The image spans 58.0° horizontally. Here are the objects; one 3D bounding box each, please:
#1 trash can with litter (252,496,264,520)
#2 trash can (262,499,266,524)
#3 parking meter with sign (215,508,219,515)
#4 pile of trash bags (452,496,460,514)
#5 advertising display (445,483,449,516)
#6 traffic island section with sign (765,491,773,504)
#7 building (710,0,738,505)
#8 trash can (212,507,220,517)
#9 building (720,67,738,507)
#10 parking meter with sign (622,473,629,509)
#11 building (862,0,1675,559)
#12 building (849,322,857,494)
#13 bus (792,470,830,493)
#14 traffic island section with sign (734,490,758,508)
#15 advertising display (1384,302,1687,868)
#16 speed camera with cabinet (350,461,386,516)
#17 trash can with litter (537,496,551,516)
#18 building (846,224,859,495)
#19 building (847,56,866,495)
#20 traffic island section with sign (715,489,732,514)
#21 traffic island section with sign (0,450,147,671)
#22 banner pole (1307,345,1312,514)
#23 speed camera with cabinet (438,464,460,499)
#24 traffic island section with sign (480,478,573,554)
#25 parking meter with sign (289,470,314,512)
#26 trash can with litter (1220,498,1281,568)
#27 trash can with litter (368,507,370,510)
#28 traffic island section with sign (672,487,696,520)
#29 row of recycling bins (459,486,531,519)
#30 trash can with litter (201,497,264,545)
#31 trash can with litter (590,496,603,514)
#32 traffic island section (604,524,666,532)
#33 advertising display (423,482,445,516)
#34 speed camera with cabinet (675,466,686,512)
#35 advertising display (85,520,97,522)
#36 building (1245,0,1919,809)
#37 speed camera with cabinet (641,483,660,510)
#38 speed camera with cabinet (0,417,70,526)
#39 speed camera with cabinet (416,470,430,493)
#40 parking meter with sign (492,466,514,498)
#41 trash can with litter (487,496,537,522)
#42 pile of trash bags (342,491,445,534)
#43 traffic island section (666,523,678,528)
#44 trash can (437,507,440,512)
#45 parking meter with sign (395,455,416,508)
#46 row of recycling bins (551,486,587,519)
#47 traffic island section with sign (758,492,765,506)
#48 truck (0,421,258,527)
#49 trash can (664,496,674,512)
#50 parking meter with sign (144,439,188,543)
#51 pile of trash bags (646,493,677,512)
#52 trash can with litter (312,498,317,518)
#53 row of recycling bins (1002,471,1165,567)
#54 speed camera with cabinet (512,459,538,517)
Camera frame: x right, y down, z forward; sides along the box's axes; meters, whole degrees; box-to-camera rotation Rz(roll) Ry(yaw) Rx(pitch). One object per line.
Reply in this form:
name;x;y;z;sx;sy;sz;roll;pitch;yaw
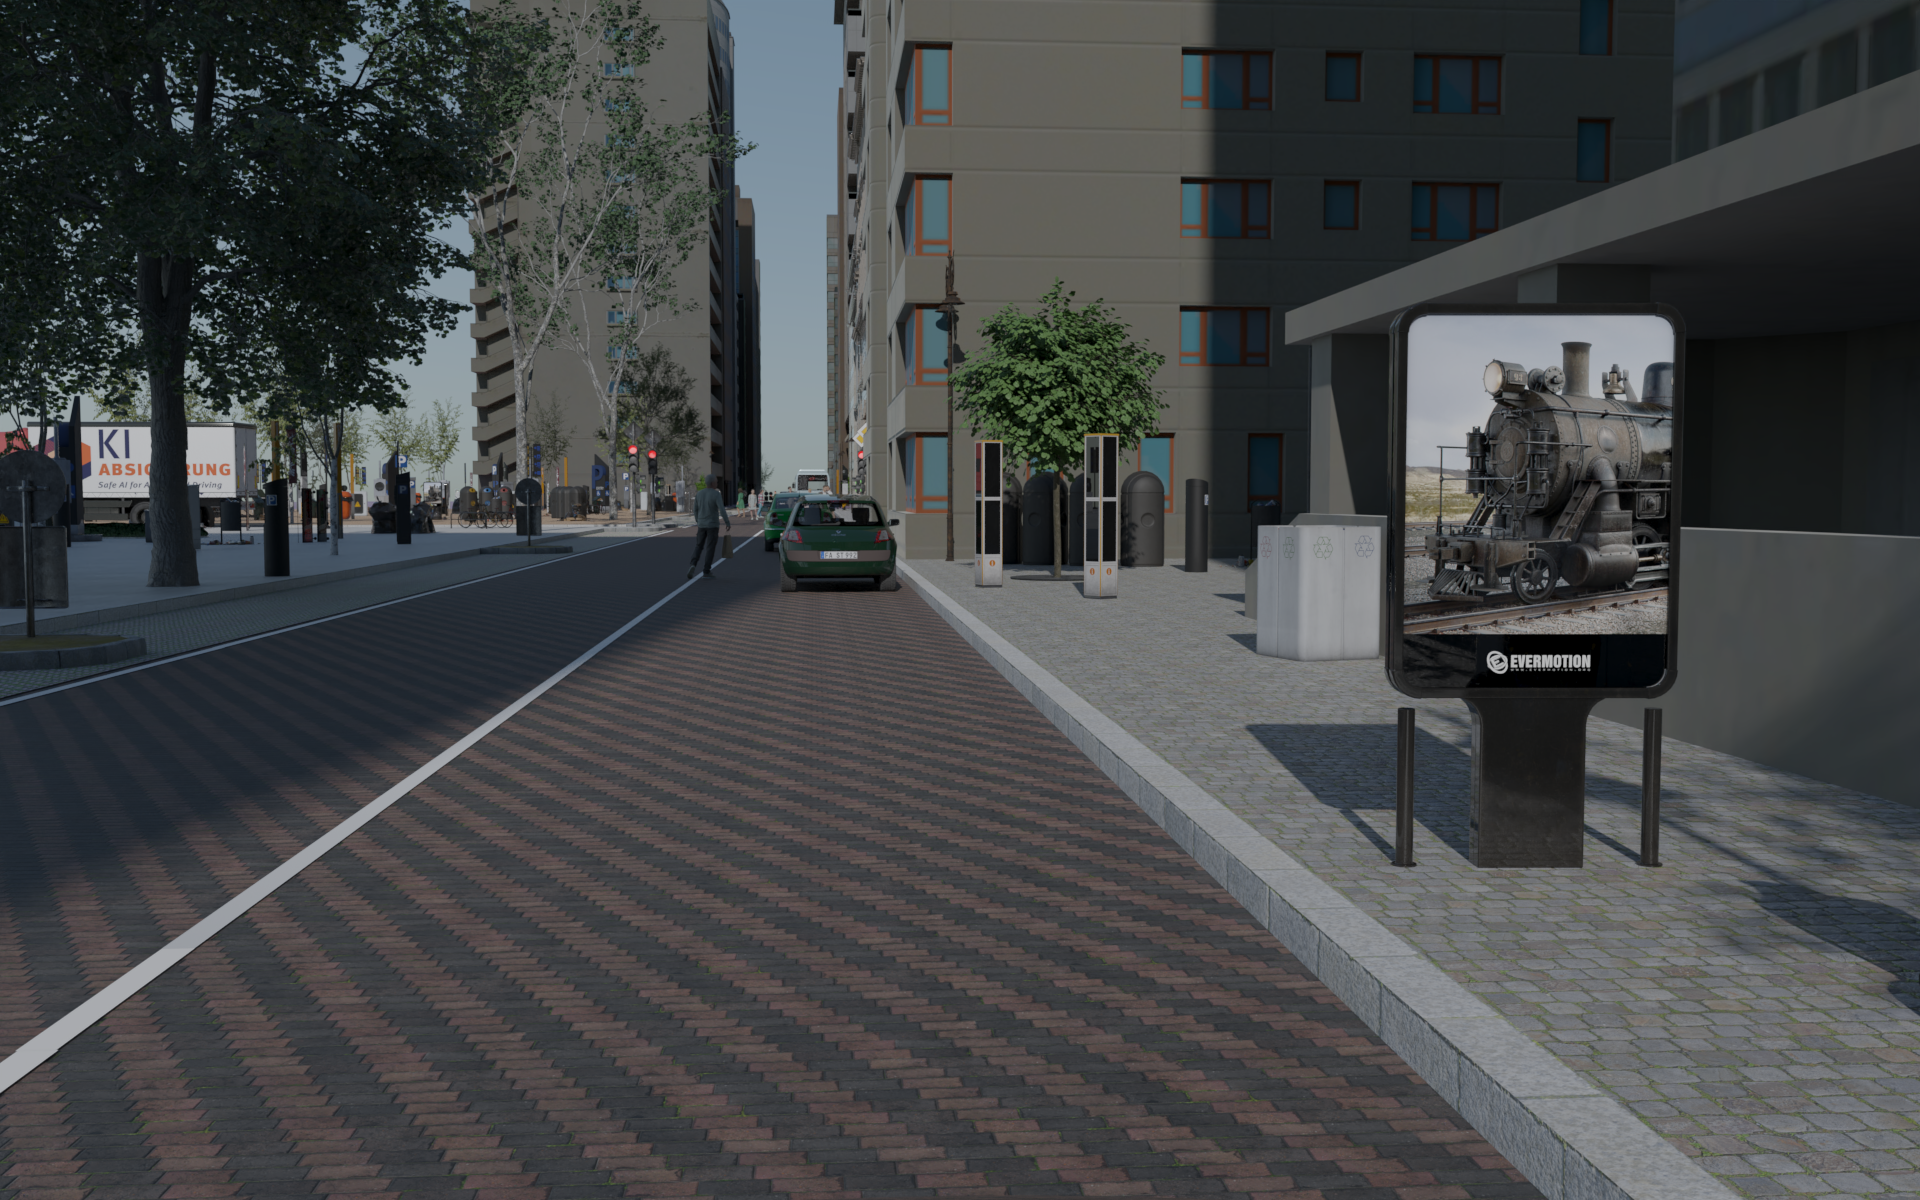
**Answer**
trash can with litter;-34.068;-4.470;84.475;1.055;1.170;0.624;3;5;44
trash can;-21.199;-2.564;53.575;0.748;1.137;0.748;0;3;0
parking meter with sign;-42.431;-6.262;98.649;0.543;3.016;1.738;-1;4;-21
pile of trash bags;-33.339;-6.183;110.850;3.447;1.369;1.912;0;4;-3
advertising display;-30.283;-5.930;102.172;0.123;1.923;0.974;-1;4;-8
traffic island section with sign;-28.535;-15.122;255.878;1.989;1.847;2.006;0;4;-5
building;-36.921;-40.167;198.729;21.231;58.520;28.212;0;4;-5
trash can;-41.284;-5.184;96.406;0.748;1.137;0.748;0;3;0
building;-30.931;-32.311;178.394;14.600;45.320;14.200;0;4;-5
parking meter with sign;-27.491;-8.952;142.625;0.543;3.016;1.738;-1;4;-12
building;11.495;-12.464;48.831;27.650;21.520;28.899;0;4;-5
building;-3.738;-17.589;142.324;10.420;20.320;16.860;0;4;-5
bus;-11.760;-8.686;136.871;2.948;3.499;13.247;0;4;-6
traffic island section with sign;-21.566;-10.078;173.400;1.989;1.847;2.006;0;4;-5
advertising display;1.956;-0.044;5.931;0.974;1.923;0.123;0;4;0
speed camera with cabinet;-34.833;-6.576;101.849;2.038;3.252;0.660;-1;4;-15
trash can with litter;-24.724;-5.565;102.051;1.678;1.210;2.233;2;4;25
building;-1.140;-17.138;122.003;13.314;21.916;24.055;0;4;-5
building;0.175;-18.352;97.326;12.463;27.353;25.104;0;4;-5
traffic island section with sign;-17.414;-7.070;124.223;1.989;1.847;2.006;0;4;-5
traffic island section with sign;-8.170;-0.377;14.786;1.989;1.847;2.006;0;4;-5
banner pole;5.503;-2.248;26.768;0.401;3.779;0.863;-1;4;-12
speed camera with cabinet;-33.423;-7.358;114.632;2.038;3.252;0.660;0;4;-7
traffic island section with sign;-10.463;-2.039;41.969;1.989;1.847;2.006;0;4;-5
parking meter with sign;-48.267;-7.987;126.855;1.738;3.016;0.543;-2;4;-28
trash can with litter;5.774;-1.192;30.548;2.233;1.210;1.678;1;4;16
trash can with litter;-47.341;-7.739;137.921;1.055;1.170;0.624;1;4;23
traffic island section with sign;-15.137;-5.427;97.364;1.989;1.847;2.006;0;4;-5
row of recycling bins;-23.877;-5.007;88.970;3.534;1.692;1.069;-1;4;-20
trash can with litter;-18.875;-2.018;44.044;2.233;1.210;1.678;0;4;3
trash can with litter;-23.854;-6.209;112.897;0.624;1.170;1.055;3;5;40
traffic island section;-12.533;-2.710;66.583;2.009;0.180;2.903;0;4;-5
advertising display;-27.726;-5.254;91.118;0.974;1.923;0.123;0;4;1
speed camera with cabinet;-19.752;-7.835;122.434;0.660;3.252;2.038;0;4;-5
advertising display;-40.331;-4.581;80.114;0.974;1.923;0.123;1;4;17
building;19.608;-19.537;11.309;32.217;40.220;23.993;0;4;-5
speed camera with cabinet;-24.675;-8.785;137.968;0.660;3.252;2.038;1;4;20
speed camera with cabinet;-23.829;-3.058;44.330;2.038;3.252;0.660;1;4;13
speed camera with cabinet;-42.485;-8.684;136.322;2.038;3.252;0.660;-1;4;-21
parking meter with sign;-27.955;-6.775;107.033;1.738;3.016;0.543;-3;5;-42
trash can with litter;-21.192;-4.263;80.758;2.233;1.210;1.678;-2;4;-29
pile of trash bags;-18.902;-2.875;56.761;3.447;1.369;1.912;1;4;9
traffic island section;-13.206;-3.196;74.540;2.009;0.180;2.903;0;4;-5
trash can;-32.842;-5.913;108.339;0.748;1.137;0.748;0;3;0
parking meter with sign;-24.592;-4.951;77.204;0.543;3.016;1.738;-3;4;-38
row of recycling bins;-20.438;-5.087;90.291;1.069;1.692;3.534;-2;4;-33
traffic island section with sign;-23.833;-11.721;200.260;1.989;1.847;2.006;0;4;-5
truck;-33.761;-4.847;68.162;11.283;4.237;2.839;0;4;-3
trash can;-20.925;-6.903;124.520;0.748;1.137;0.748;0;3;0
parking meter with sign;-21.324;-3.071;46.479;0.543;3.016;1.738;0;4;-1
pile of trash bags;-21.523;-7.166;126.921;1.912;1.369;3.447;1;4;17
trash can with litter;-34.049;-4.913;91.716;1.055;1.170;0.624;-1;4;-8
row of recycling bins;2.003;-1.482;31.337;3.534;1.692;1.069;2;4;24
speed camera with cabinet;-24.612;-6.261;96.711;2.038;3.252;0.660;-2;4;-30
